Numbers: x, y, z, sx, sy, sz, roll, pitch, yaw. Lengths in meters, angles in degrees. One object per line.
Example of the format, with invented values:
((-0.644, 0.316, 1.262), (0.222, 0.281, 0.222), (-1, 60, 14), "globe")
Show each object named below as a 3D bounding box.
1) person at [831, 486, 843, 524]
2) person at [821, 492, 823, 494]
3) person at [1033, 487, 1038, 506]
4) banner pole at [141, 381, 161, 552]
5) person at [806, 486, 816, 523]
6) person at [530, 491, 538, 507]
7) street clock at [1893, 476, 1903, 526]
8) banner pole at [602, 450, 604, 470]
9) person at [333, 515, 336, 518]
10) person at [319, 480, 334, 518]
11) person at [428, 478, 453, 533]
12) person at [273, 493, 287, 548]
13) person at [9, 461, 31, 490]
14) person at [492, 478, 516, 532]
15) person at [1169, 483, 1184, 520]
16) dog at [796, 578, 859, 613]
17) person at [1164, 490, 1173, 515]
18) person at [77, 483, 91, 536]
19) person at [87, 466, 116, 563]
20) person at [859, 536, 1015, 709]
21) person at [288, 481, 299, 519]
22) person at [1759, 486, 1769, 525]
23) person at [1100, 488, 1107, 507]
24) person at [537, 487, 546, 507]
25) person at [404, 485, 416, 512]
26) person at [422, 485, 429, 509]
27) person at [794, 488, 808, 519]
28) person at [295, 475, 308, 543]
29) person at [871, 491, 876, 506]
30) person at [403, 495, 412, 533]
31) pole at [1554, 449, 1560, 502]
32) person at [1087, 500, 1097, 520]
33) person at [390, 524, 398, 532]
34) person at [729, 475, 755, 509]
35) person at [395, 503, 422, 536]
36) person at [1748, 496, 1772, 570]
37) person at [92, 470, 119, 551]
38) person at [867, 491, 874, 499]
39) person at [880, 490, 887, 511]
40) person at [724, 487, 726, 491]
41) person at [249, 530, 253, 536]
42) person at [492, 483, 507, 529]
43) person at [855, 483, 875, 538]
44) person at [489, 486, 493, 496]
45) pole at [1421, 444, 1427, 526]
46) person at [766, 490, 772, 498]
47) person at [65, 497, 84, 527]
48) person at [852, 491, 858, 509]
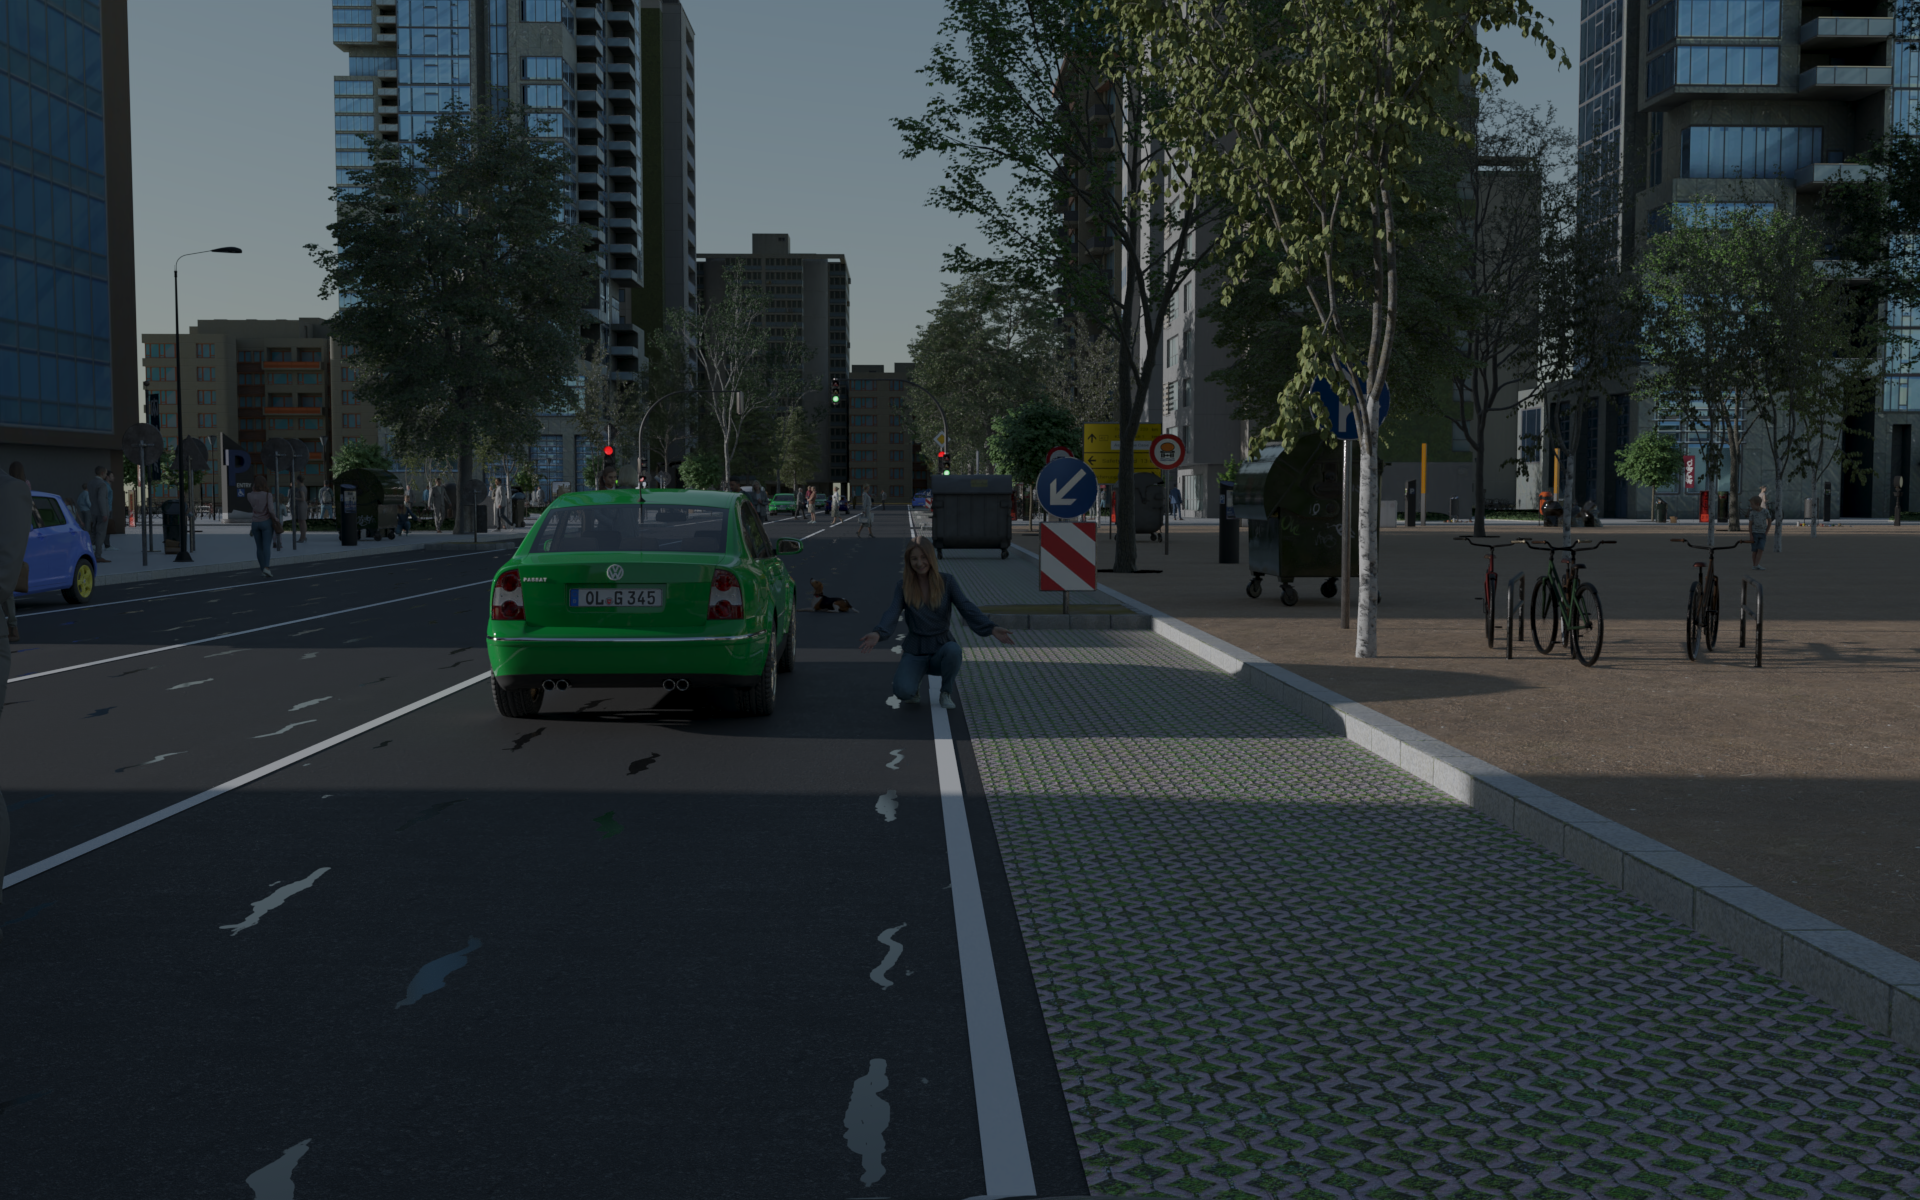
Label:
((-5.855, -4.521, 82.650), (0.641, 1.798, 0.478), (0, 4, 3), "person")
((-16.396, -12.149, 207.849), (0.721, 1.735, 1.217), (0, 4, 6), "person")
((5.491, -7.472, 128.060), (0.661, 1.843, 0.795), (3, 5, 41), "person")
((-17.769, -2.944, 38.145), (0.863, 3.779, 0.401), (3, 5, 43), "banner pole")
((-7.301, -4.699, 85.304), (0.580, 1.828, 0.573), (1, 4, 19), "person")
((-30.686, -7.229, 124.589), (0.624, 1.780, 0.694), (-2, 4, -35), "person")
((37.616, -3.968, 69.454), (0.358, 2.002, 0.471), (3, 5, 45), "street clock")
((-19.666, -6.502, 96.322), (0.863, 3.779, 0.401), (3, 5, 44), "banner pole")
((-25.611, -3.562, 72.242), (1.012, 1.151, 0.738), (0, 4, -5), "person")
((-24.472, -3.718, 66.813), (0.794, 1.824, 0.713), (2, 4, 27), "person")
((-17.134, -3.112, 57.038), (0.853, 1.813, 0.709), (3, 5, 40), "person")
((-16.216, -1.885, 41.149), (0.425, 1.301, 0.394), (-2, 4, -26), "person")
((-15.357, -1.356, 28.222), (0.388, 1.821, 0.555), (2, 4, 26), "person")
((-15.589, -3.255, 59.105), (0.795, 1.843, 0.661), (-1, 4, -19), "person")
((10.601, -4.801, 84.725), (0.721, 1.800, 0.419), (2, 4, 29), "person")
((-1.601, -0.051, 21.031), (0.550, 0.427, 0.748), (-2, 4, -35), "dog")
((12.605, -6.101, 105.569), (0.755, 1.850, 0.659), (2, 4, 24), "person")
((-25.557, -2.618, 50.660), (0.589, 1.601, 0.330), (3, 5, 41), "person")
((-16.078, -1.603, 32.366), (0.709, 1.813, 0.853), (2, 4, 33), "person")
((-0.133, 0.146, 11.609), (1.012, 1.151, 0.738), (0, 4, 4), "person")
((-24.599, -3.529, 64.170), (0.534, 1.772, 0.576), (2, 4, 27), "person")
((33.642, -3.888, 72.404), (0.374, 1.781, 0.599), (0, 4, -5), "person")
((10.981, -7.702, 132.317), (0.721, 1.781, 0.623), (-3, 5, -44), "person")
((-29.693, -7.134, 122.784), (0.679, 1.850, 0.850), (-3, 5, -44), "person")
((-31.260, -5.617, 98.272), (0.661, 1.777, 0.834), (0, 4, 1), "person")
((-30.882, -5.738, 100.199), (0.444, 1.785, 0.601), (-2, 4, -35), "person")
((-8.930, -5.427, 97.623), (0.834, 1.777, 0.661), (-1, 4, -10), "person")
((-17.367, -2.399, 45.602), (0.374, 1.781, 0.599), (-1, 4, -14), "person")
((-10.182, -11.710, 200.741), (1.217, 1.735, 0.721), (3, 4, 36), "person")
((-18.171, -2.821, 56.846), (0.352, 1.250, 0.332), (2, 4, 27), "person")
((26.746, -5.125, 77.636), (0.158, 3.312, 0.155), (0, 3, 0), "pole")
((6.524, -4.900, 86.344), (0.466, 1.800, 0.511), (2, 4, 34), "person")
((-18.837, -2.887, 57.511), (0.475, 1.303, 0.640), (0, 4, -2), "person")
((-4.184, -1.463, 32.771), (0.623, 1.781, 0.721), (0, 4, -3), "person")
((-16.852, -2.513, 52.627), (1.012, 1.151, 0.738), (-1, 4, -8), "person")
((13.498, -1.132, 29.243), (0.352, 1.250, 0.332), (-2, 4, -30), "person")
((-19.486, -2.035, 39.342), (0.620, 1.820, 0.660), (-3, 4, -38), "person")
((-8.747, -9.464, 163.950), (1.217, 1.743, 0.721), (0, 4, -3), "person")
((-6.687, -8.715, 151.170), (0.473, 1.802, 0.592), (-1, 4, -21), "person")
((-17.352, -7.439, 127.853), (0.419, 1.800, 0.721), (0, 4, -8), "person")
((-21.052, -2.798, 52.274), (0.782, 1.767, 0.515), (2, 4, 32), "person")
((-16.666, -3.431, 62.687), (0.519, 1.759, 0.362), (-2, 4, -27), "person")
((-3.115, -2.949, 57.067), (0.624, 1.780, 0.694), (1, 4, 12), "person")
((-29.738, -6.333, 109.938), (0.694, 1.780, 0.624), (-3, 5, -44), "person")
((18.735, -4.655, 69.947), (0.158, 3.312, 0.155), (0, 3, 0), "pole")
((-25.397, -13.553, 227.733), (1.348, 1.812, 0.705), (0, 4, 8), "person")
((-20.247, -1.741, 39.526), (0.382, 1.210, 0.505), (0, 4, -6), "person")
((-10.032, -9.568, 165.672), (0.721, 1.736, 1.217), (-2, 4, -24), "person")
